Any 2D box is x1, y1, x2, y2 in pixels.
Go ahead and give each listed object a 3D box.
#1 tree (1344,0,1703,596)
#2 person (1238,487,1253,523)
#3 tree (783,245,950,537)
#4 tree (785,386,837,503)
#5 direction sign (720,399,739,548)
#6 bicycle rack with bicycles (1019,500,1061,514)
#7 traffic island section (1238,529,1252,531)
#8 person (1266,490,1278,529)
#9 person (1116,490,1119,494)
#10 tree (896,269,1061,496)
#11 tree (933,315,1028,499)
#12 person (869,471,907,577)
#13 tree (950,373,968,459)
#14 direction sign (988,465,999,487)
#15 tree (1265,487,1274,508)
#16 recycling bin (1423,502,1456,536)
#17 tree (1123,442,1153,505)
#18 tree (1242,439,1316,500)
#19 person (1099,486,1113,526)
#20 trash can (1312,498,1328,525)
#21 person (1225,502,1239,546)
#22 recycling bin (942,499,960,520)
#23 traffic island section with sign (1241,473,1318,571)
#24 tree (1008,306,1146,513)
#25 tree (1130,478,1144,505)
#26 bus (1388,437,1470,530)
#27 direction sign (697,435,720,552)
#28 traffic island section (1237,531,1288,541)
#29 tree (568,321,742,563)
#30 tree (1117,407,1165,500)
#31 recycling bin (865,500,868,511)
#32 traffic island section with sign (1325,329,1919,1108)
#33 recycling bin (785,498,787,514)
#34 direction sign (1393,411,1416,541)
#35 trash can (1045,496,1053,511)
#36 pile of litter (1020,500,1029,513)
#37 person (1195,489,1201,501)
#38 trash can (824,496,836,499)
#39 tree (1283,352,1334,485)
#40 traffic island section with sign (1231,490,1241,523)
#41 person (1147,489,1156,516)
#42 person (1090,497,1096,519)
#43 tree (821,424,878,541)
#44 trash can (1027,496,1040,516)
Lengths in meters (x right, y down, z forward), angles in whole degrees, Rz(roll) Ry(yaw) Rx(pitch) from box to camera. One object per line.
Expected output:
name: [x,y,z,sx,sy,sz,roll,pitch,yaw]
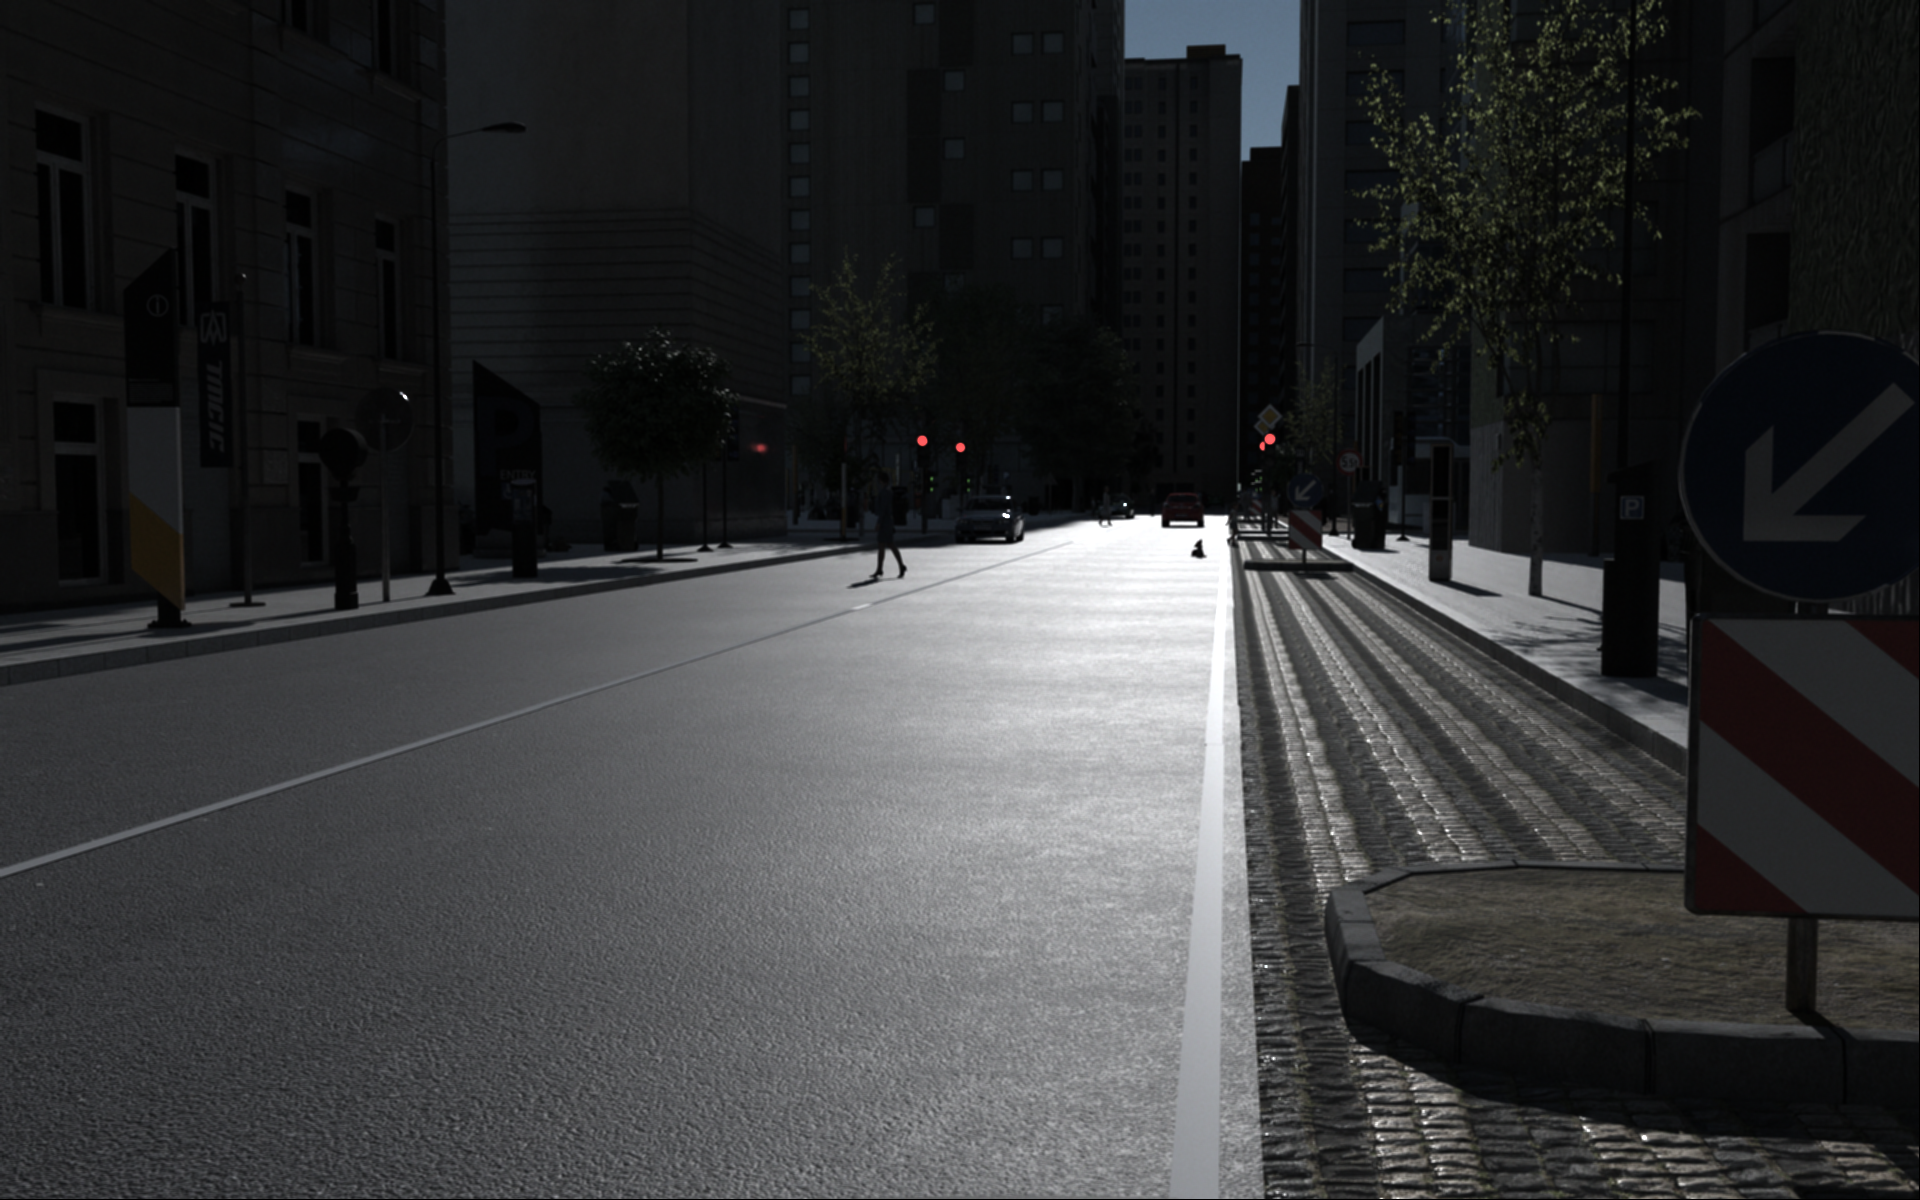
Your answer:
tree: [7.060,-4.365,21.729,4.360,8.622,3.978,0,3,0]
person: [14.001,-4.649,84.791,0.678,1.792,0.850,-3,5,-40]
tree: [-2.734,-6.224,52.118,4.360,8.622,3.978,0,3,0]
tree: [-9.790,-10.126,115.914,4.737,8.622,4.395,0,3,0]
direction sign: [-5.602,-3.009,41.188,0.379,3.537,0.876,3,5,43]
bicycle rack with bicycles: [5.127,-6.008,111.610,2.925,0.926,2.852,-1,4,-22]
traffic island section: [10.855,-2.420,61.853,2.009,0.180,2.903,1,4,9]
person: [12.297,-3.528,67.990,0.589,1.601,0.330,-1,4,-22]
person: [12.457,-7.802,136.402,0.599,1.781,0.374,0,4,8]
tree: [0.887,-9.411,79.621,9.928,11.665,9.643,0,3,0]
tree: [0.845,-7.430,71.844,4.737,8.622,4.395,0,3,0]
person: [-1.246,-1.298,29.738,0.654,1.822,0.581,2,4,30]
tree: [-1.672,-9.033,98.051,4.360,8.622,3.978,0,3,0]
direction sign: [2.594,-8.744,134.959,0.876,3.537,0.379,2,4,23]
tree: [29.244,-10.378,164.286,1.663,3.219,1.824,0,3,0]
recycling bin: [14.770,-2.496,53.356,0.722,1.027,0.722,-2,4,-35]
tree: [21.613,-15.797,208.647,4.737,8.622,4.395,0,3,0]
tree: [19.717,-7.378,104.344,4.285,4.588,4.351,0,3,0]
person: [6.584,-4.246,78.279,0.624,1.780,0.694,1,4,19]
trash can: [14.724,-3.625,70.914,0.748,1.137,0.748,0,3,0]
person: [7.588,-2.125,48.259,0.382,1.210,0.505,1,4,14]
recycling bin: [-0.415,-4.544,86.848,0.722,1.027,0.722,-3,4,-36]
traffic island section with sign: [6.413,-1.485,32.910,1.989,1.847,2.006,1,4,9]
tree: [7.748,-12.818,116.236,9.857,13.997,8.962,0,3,0]
tree: [20.692,-12.743,202.943,1.663,3.219,1.824,0,3,0]
bus: [20.696,-3.718,55.650,13.247,3.499,2.948,0,4,7]
direction sign: [-5.688,-2.848,38.570,0.379,3.537,0.876,-1,4,-20]
traffic island section: [9.638,-1.938,53.961,2.009,0.180,2.903,1,4,9]
tree: [-5.781,-3.006,32.862,4.285,4.588,4.351,0,3,0]
tree: [18.595,-15.348,185.355,7.601,10.594,8.767,-2,4,-25]
recycling bin: [-7.281,-7.118,128.930,0.722,1.027,0.722,-2,4,-29]
traffic island section with sign: [2.098,0.223,4.984,1.989,1.847,2.006,1,4,9]
recycling bin: [-11.581,-6.043,111.349,0.722,1.027,0.722,1,4,13]
direction sign: [12.164,-3.392,47.460,0.876,3.537,0.379,-3,4,-36]
trash can: [6.739,-7.320,131.332,0.748,1.137,0.748,0,3,0]
pile of litter: [4.628,-6.354,117.845,1.176,0.858,1.719,2,4,33]
person: [18.127,-7.541,131.813,0.660,1.820,0.620,3,4,38]
trash can: [-7.994,-5.816,106.747,0.748,1.137,0.748,0,3,0]
tree: [18.735,-8.595,90.896,4.360,8.622,3.978,0,3,0]
traffic island section with sign: [14.632,-4.748,86.261,1.989,1.847,2.006,1,4,9]
person: [12.642,-6.434,114.125,0.576,1.772,0.534,-1,4,-18]
person: [7.763,-5.370,100.980,0.332,1.250,0.352,-2,4,-27]
tree: [-3.327,-3.253,47.782,1.663,3.219,1.824,0,3,0]
trash can: [4.402,-5.618,103.511,0.748,1.137,0.748,0,3,0]
